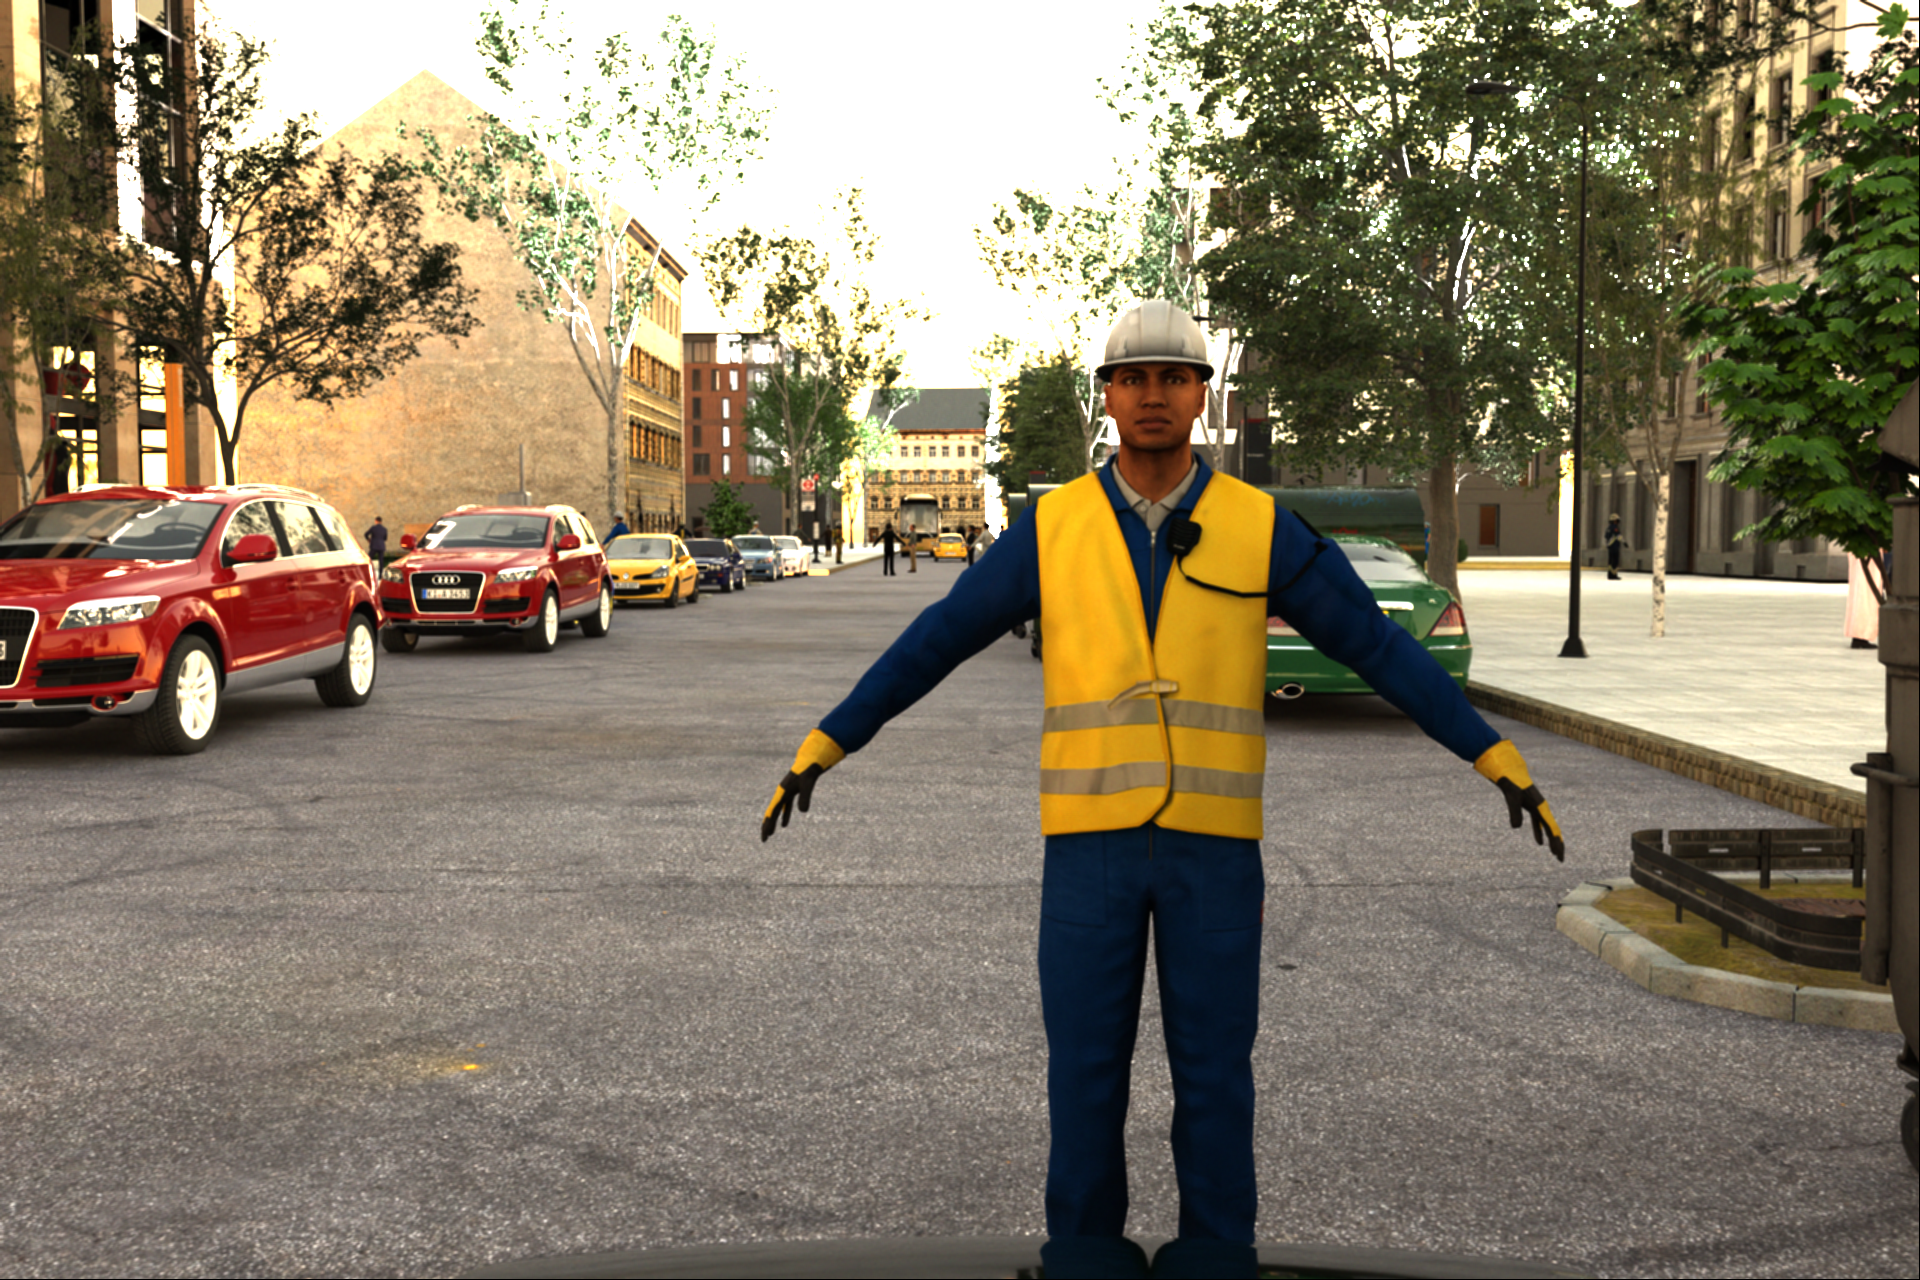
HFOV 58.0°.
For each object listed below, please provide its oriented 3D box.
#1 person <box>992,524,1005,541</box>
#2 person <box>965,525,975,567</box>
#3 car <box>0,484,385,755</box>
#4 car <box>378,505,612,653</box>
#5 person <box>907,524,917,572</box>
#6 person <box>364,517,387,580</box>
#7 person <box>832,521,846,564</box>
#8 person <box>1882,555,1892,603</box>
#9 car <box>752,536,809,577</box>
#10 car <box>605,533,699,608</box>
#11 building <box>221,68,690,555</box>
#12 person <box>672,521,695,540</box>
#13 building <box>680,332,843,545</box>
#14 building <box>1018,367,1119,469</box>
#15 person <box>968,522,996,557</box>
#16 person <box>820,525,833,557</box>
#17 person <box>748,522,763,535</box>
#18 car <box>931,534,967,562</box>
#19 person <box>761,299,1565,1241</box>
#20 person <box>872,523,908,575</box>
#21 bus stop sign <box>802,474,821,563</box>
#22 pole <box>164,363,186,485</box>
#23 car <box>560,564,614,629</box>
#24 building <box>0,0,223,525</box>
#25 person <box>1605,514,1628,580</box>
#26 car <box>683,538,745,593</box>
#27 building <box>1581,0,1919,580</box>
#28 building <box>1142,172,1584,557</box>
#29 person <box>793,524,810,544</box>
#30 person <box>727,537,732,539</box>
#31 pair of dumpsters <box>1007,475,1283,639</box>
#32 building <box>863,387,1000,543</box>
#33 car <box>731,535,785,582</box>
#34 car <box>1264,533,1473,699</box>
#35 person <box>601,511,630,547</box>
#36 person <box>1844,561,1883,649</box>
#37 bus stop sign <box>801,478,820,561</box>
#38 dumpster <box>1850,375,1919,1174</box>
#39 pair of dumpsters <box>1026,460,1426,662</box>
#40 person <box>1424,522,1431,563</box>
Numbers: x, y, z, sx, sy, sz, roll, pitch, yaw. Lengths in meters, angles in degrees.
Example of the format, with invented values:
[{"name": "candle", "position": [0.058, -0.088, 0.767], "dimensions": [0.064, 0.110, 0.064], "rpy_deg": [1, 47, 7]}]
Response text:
[{"name": "person", "position": [2.322, -5.626, 98.135], "dimensions": [0.704, 1.843, 1.345], "rpy_deg": [3, 5, 39]}, {"name": "person", "position": [0.301, -3.043, 58.924], "dimensions": [0.721, 1.740, 1.216], "rpy_deg": [0, 4, 6]}, {"name": "car", "position": [-5.974, -0.259, 12.911], "dimensions": [2.281, 1.827, 5.304], "rpy_deg": [0, 4, 0]}, {"name": "car", "position": [-5.945, -0.854, 22.633], "dimensions": [2.281, 1.827, 5.304], "rpy_deg": [0, 4, 0]}, {"name": "person", "position": [-1.792, -3.432, 64.834], "dimensions": [0.705, 1.796, 1.348], "rpy_deg": [-1, 4, -11]}, {"name": "person", "position": [-16.394, -2.567, 48.456], "dimensions": [0.568, 1.767, 0.683], "rpy_deg": [3, 5, 44]}, {"name": "person", "position": [-5.189, -4.216, 74.707], "dimensions": [0.705, 1.858, 1.354], "rpy_deg": [-1, 4, -17]}, {"name": "person", "position": [17.209, -1.583, 31.799], "dimensions": [0.709, 1.838, 0.599], "rpy_deg": [-3, 5, -43]}, {"name": "car", "position": [-6.180, -2.847, 58.913], "dimensions": [2.083, 1.381, 4.827], "rpy_deg": [0, 4, 0]}, {"name": "car", "position": [-6.326, -1.498, 34.721], "dimensions": [2.015, 1.641, 3.980], "rpy_deg": [0, 4, 0]}, {"name": "building", "position": [-25.255, -15.921, 91.240], "dimensions": [19.493, 23.208, 18.063], "rpy_deg": [0, 4, -1]}, {"name": "person", "position": [-12.048, -4.236, 75.044], "dimensions": [1.354, 1.856, 0.705], "rpy_deg": [-1, 4, -15]}, {"name": "building", "position": [-28.278, -21.273, 191.787], "dimensions": [27.936, 21.610, 32.646], "rpy_deg": [0, 4, 1]}, {"name": "building", "position": [21.517, -23.514, 228.421], "dimensions": [27.936, 21.610, 32.646], "rpy_deg": [0, 4, 0]}, {"name": "person", "position": [0.836, -2.867, 55.518], "dimensions": [1.347, 1.806, 0.705], "rpy_deg": [-3, 5, -41]}, {"name": "person", "position": [-7.509, -5.647, 98.473], "dimensions": [1.346, 1.812, 0.704], "rpy_deg": [-3, 5, -43]}, {"name": "person", "position": [-8.934, -4.285, 75.911], "dimensions": [1.347, 1.847, 0.705], "rpy_deg": [3, 4, 36]}, {"name": "car", "position": [-0.510, -4.914, 90.562], "dimensions": [2.015, 1.641, 3.980], "rpy_deg": [0, 4, -1]}, {"name": "person", "position": [0.333, 0.331, 3.011], "dimensions": [1.349, 1.833, 0.705], "rpy_deg": [0, 4, 8]}, {"name": "person", "position": [-2.449, -3.142, 60.009], "dimensions": [1.347, 1.806, 0.705], "rpy_deg": [1, 4, 20]}, {"name": "bus stop sign", "position": [-6.601, -5.404, 77.052], "dimensions": [0.855, 3.939, 0.416], "rpy_deg": [0, 4, 0]}, {"name": "pole", "position": [-9.407, -1.650, 20.814], "dimensions": [0.158, 3.312, 0.155], "rpy_deg": [0, 3, 0]}, {"name": "car", "position": [-6.599, -1.077, 27.204], "dimensions": [1.945, 1.707, 3.694], "rpy_deg": [0, 4, 0]}, {"name": "building", "position": [-30.718, -15.984, 27.557], "dimensions": [22.709, 31.103, 35.509], "rpy_deg": [0, 4, 1]}, {"name": "person", "position": [18.391, -2.616, 48.639], "dimensions": [0.704, 1.845, 1.351], "rpy_deg": [0, 4, -1]}, {"name": "car", "position": [-6.411, -1.881, 43.342], "dimensions": [1.945, 1.354, 3.894], "rpy_deg": [0, 3, 0]}, {"name": "building", "position": [26.993, -12.521, 52.942], "dimensions": [9.793, 21.092, 18.267], "rpy_deg": [0, 4, 0]}, {"name": "building", "position": [25.641, -16.534, 114.308], "dimensions": [27.936, 21.610, 32.646], "rpy_deg": [0, 3, 0]}, {"name": "person", "position": [-8.206, -5.049, 88.822], "dimensions": [1.348, 1.796, 0.705], "rpy_deg": [3, 5, 41]}, {"name": "person", "position": [-12.482, -5.370, 94.016], "dimensions": [0.704, 1.802, 1.346], "rpy_deg": [-1, 4, -9]}, {"name": "pair of dumpsters", "position": [2.834, -1.178, 24.215], "dimensions": [4.436, 2.255, 1.574], "rpy_deg": [0, 4, -1]}, {"name": "building", "position": [-3.927, -25.961, 257.847], "dimensions": [18.063, 23.208, 19.493], "rpy_deg": [0, 4, 7]}, {"name": "car", "position": [-6.431, -2.545, 53.616], "dimensions": [2.014, 1.417, 4.499], "rpy_deg": [0, 4, 0]}, {"name": "car", "position": [2.860, -0.178, 14.703], "dimensions": [2.131, 1.459, 4.920], "rpy_deg": [0, 4, -1]}, {"name": "person", "position": [-8.438, -2.256, 42.764], "dimensions": [0.705, 1.842, 1.347], "rpy_deg": [1, 4, 22]}, {"name": "person", "position": [10.200, -0.778, 19.428], "dimensions": [0.621, 1.740, 0.551], "rpy_deg": [-2, 4, -33]}, {"name": "bus stop sign", "position": [-6.978, -5.646, 81.014], "dimensions": [0.855, 3.939, 0.416], "rpy_deg": [0, 4, 0]}, {"name": "dumpster", "position": [2.884, 0.299, 3.327], "dimensions": [1.865, 1.857, 1.264], "rpy_deg": [0, 4, -1]}, {"name": "pair of dumpsters", "position": [2.931, -0.903, 19.718], "dimensions": [4.436, 2.255, 1.574], "rpy_deg": [0, 4, -1]}, {"name": "person", "position": [21.019, -4.405, 78.145], "dimensions": [0.704, 1.817, 1.347], "rpy_deg": [0, 4, 2]}]
